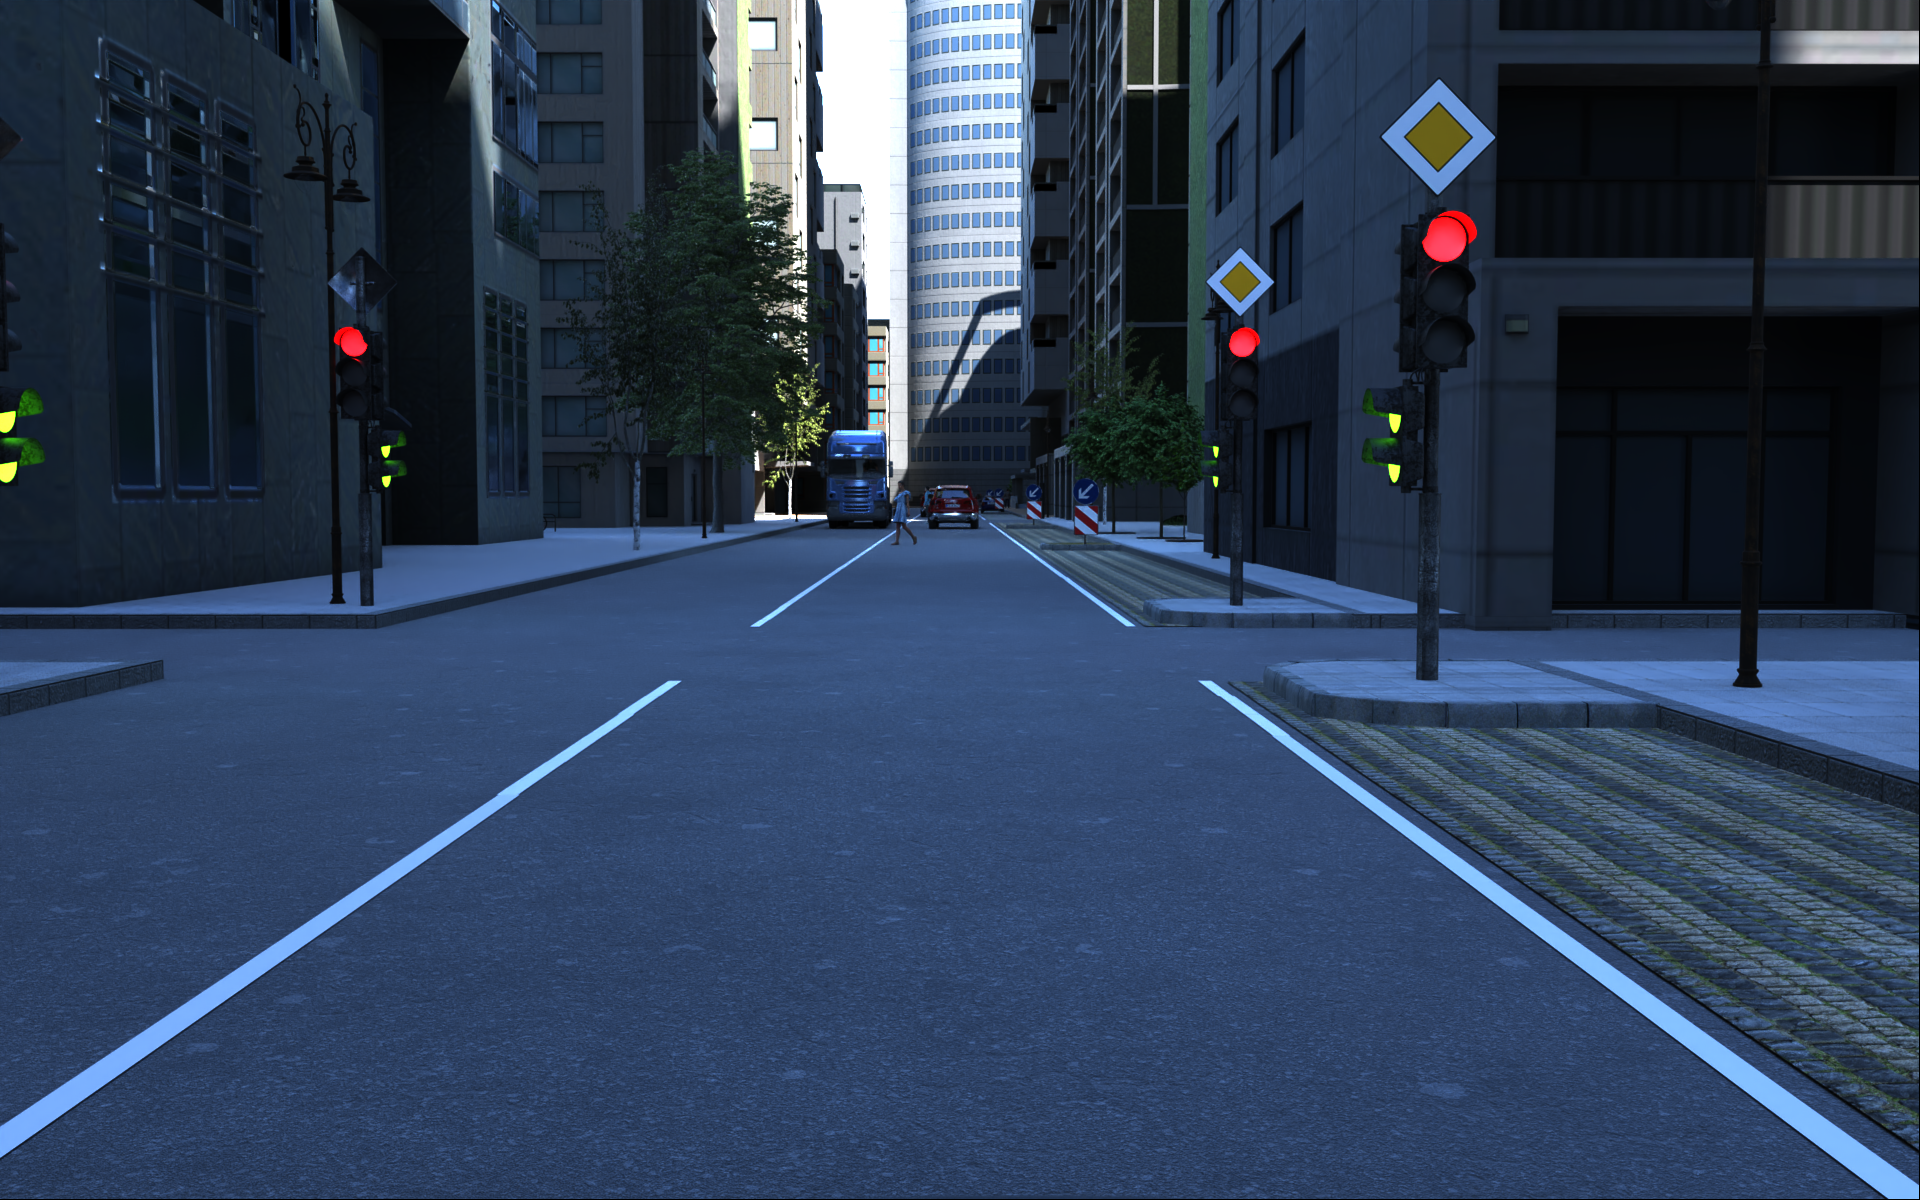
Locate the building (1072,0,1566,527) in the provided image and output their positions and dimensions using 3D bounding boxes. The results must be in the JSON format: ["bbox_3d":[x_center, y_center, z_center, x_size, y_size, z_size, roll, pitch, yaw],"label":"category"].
[{"bbox_3d":[15.456,-39.461,83.436,20.563,71.187,20.611,0,4,0],"label":"building"}]

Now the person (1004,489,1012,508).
[{"bbox_3d":[4.395,-9.239,157.631,0.617,1.759,0.750,2,4,29],"label":"person"}]

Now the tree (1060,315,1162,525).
[{"bbox_3d":[6.295,-7.455,72.251,4.737,8.622,4.395,0,3,0],"label":"tree"}]

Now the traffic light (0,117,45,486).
[{"bbox_3d":[-6.748,-1.399,11.795,0.839,4.253,0.868,0,4,0],"label":"traffic light"}]

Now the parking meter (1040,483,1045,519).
[{"bbox_3d":[4.294,-5.188,90.536,0.255,1.863,0.399,0,4,5],"label":"parking meter"}]

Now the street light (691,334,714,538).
[{"bbox_3d":[-7.423,-4.730,50.122,0.468,5.910,1.993,0,4,0],"label":"street light"}]

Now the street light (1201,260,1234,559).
[{"bbox_3d":[5.097,-3.765,34.346,0.468,5.910,1.993,0,4,0],"label":"street light"}]

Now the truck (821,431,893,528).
[{"bbox_3d":[-4.440,-5.471,79.201,2.967,4.110,18.799,0,4,-1],"label":"truck"}]

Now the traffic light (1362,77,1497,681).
[{"bbox_3d":[3.213,-1.403,11.868,0.839,4.253,0.868,0,4,0],"label":"traffic light"}]

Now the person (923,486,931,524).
[{"bbox_3d":[-1.469,-4.533,82.628,0.620,1.820,0.660,1,4,22],"label":"person"}]

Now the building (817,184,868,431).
[{"bbox_3d":[-15.762,-23.963,163.497,14.107,30.474,14.160,0,4,0],"label":"building"}]

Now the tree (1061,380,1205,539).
[{"bbox_3d":[5.781,-4.055,50.010,4.285,4.588,4.351,0,3,0],"label":"tree"}]

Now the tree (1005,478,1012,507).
[{"bbox_3d":[5.277,-10.899,172.796,1.663,3.219,1.824,0,3,0],"label":"tree"}]

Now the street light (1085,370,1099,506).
[{"bbox_3d":[4.911,-5.615,64.595,0.468,5.910,1.993,0,4,0],"label":"street light"}]

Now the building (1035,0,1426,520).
[{"bbox_3d":[15.444,-40.854,106.214,20.563,71.187,20.611,0,4,0],"label":"building"}]

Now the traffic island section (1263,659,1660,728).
[{"bbox_3d":[3.253,0.630,11.982,2.009,0.180,2.903,0,4,0],"label":"traffic island section"}]

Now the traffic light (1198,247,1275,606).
[{"bbox_3d":[3.167,-1.892,19.853,0.839,4.253,0.868,0,4,0],"label":"traffic light"}]

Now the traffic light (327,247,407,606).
[{"bbox_3d":[-6.794,-1.887,19.780,0.839,4.253,0.868,0,4,0],"label":"traffic light"}]

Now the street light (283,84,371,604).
[{"bbox_3d":[-7.297,-2.896,20.131,0.468,5.910,1.993,0,4,0],"label":"street light"}]

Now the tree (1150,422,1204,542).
[{"bbox_3d":[5.914,-3.182,46.633,1.663,3.219,1.824,0,3,0],"label":"tree"}]

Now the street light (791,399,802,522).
[{"bbox_3d":[-7.549,-6.549,79.857,0.468,5.910,1.993,0,4,0],"label":"street light"}]

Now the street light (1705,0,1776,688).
[{"bbox_3d":[5.253,-2.360,11.375,0.468,5.910,1.993,0,4,0],"label":"street light"}]

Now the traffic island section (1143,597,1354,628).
[{"bbox_3d":[3.207,0.142,19.967,2.009,0.180,2.903,0,4,0],"label":"traffic island section"}]

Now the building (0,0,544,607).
[{"bbox_3d":[-21.217,-44.017,32.357,22.319,86.520,31.000,0,4,0],"label":"building"}]

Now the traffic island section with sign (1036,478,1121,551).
[{"bbox_3d":[3.072,-2.198,44.565,1.989,1.847,2.006,0,4,0],"label":"traffic island section with sign"}]

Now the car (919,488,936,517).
[{"bbox_3d":[-1.442,-6.132,108.927,2.281,1.827,5.304,0,3,0],"label":"car"}]

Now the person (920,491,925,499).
[{"bbox_3d":[-3.381,-9.483,164.259,0.721,1.735,1.217,3,5,39],"label":"person"}]

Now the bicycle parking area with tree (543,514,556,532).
[{"bbox_3d":[-17.379,-4.218,55.974,9.016,4.147,8.231,1,4,20],"label":"bicycle parking area with tree"}]

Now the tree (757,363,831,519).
[{"bbox_3d":[-8.878,-8.582,90.683,4.737,8.622,4.395,0,3,0],"label":"tree"}]

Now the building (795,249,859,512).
[{"bbox_3d":[-22.601,-17.850,136.887,27.650,21.520,28.899,0,4,0],"label":"building"}]

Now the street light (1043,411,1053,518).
[{"bbox_3d":[4.789,-7.436,94.363,0.468,5.910,1.993,0,4,0],"label":"street light"}]

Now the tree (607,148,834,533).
[{"bbox_3d":[-8.053,-8.543,57.800,7.486,12.596,7.792,0,3,0],"label":"tree"}]

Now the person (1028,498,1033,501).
[{"bbox_3d":[4.533,-6.326,110.032,0.434,1.755,0.990,-1,4,-11],"label":"person"}]

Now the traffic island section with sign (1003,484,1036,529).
[{"bbox_3d":[2.920,-3.860,71.737,1.989,1.847,2.006,0,4,0],"label":"traffic island section with sign"}]

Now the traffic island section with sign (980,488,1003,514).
[{"bbox_3d":[2.634,-6.936,122.026,1.989,1.847,2.006,0,4,0],"label":"traffic island section with sign"}]

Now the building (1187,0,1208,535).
[{"bbox_3d":[14.686,-22.963,59.045,14.154,41.232,14.086,0,4,0],"label":"building"}]

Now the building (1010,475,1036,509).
[{"bbox_3d":[20.966,-28.519,158.166,32.217,40.220,23.993,0,4,0],"label":"building"}]

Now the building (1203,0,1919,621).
[{"bbox_3d":[15.644,-35.961,26.209,20.611,71.187,20.563,0,4,0],"label":"building"}]

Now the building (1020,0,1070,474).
[{"bbox_3d":[18.542,-33.159,131.389,28.713,52.752,27.495,0,4,0],"label":"building"}]

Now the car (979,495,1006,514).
[{"bbox_3d":[2.369,-6.987,126.815,1.945,1.354,3.894,0,4,1],"label":"car"}]

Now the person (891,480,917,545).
[{"bbox_3d":[-1.613,-2.447,48.608,0.778,1.811,0.616,-2,4,-28],"label":"person"}]

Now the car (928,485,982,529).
[{"bbox_3d":[-0.239,-3.911,72.612,2.281,1.827,5.304,0,4,1],"label":"car"}]

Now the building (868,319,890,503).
[{"bbox_3d":[-22.126,-21.226,192.086,28.899,21.520,27.650,0,4,0],"label":"building"}]

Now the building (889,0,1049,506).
[{"bbox_3d":[6.467,-39.537,188.436,28.212,58.520,21.231,0,4,0],"label":"building"}]

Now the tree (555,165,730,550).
[{"bbox_3d":[-7.372,-5.456,39.565,4.360,8.622,3.978,0,3,0],"label":"tree"}]

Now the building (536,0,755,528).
[{"bbox_3d":[-16.288,-23.662,70.468,14.154,41.232,14.086,0,4,0],"label":"building"}]

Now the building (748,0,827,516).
[{"bbox_3d":[-22.681,-31.716,107.789,28.713,52.752,27.495,0,4,0],"label":"building"}]
